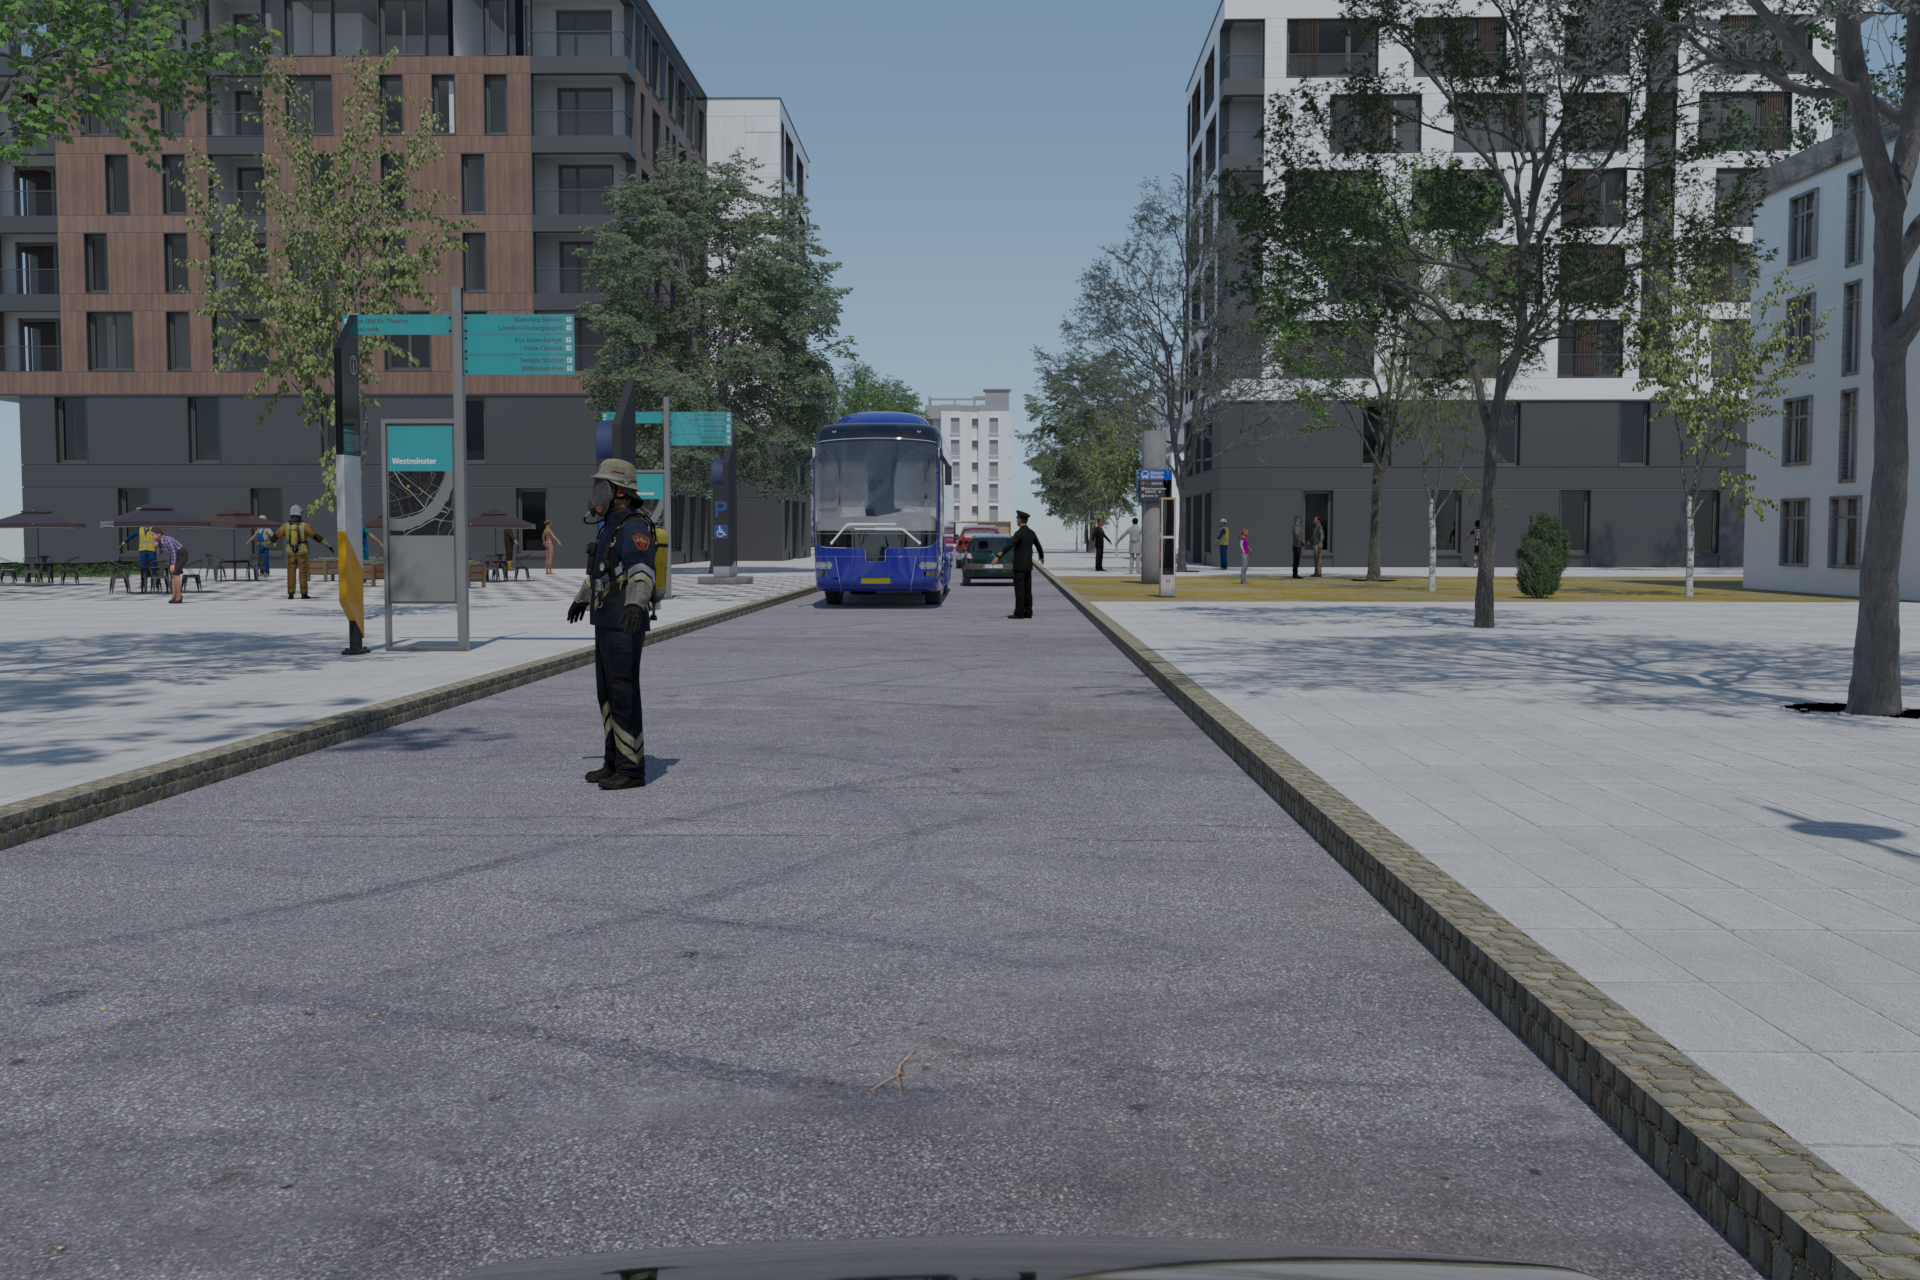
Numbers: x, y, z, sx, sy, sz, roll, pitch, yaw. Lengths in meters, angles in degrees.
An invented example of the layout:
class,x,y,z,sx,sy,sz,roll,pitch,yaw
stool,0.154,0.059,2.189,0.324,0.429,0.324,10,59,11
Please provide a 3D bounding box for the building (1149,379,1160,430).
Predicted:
class,x,y,z,sx,sy,sz,roll,pitch,yaw
building,27.847,-21.558,208.899,16.016,20.090,11.380,0,4,2

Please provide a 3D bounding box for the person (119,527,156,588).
class,x,y,z,sx,sy,sz,roll,pitch,yaw
person,-19.466,-2.140,41.459,1.216,1.772,0.721,-1,4,-10

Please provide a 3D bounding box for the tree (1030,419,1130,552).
class,x,y,z,sx,sy,sz,roll,pitch,yaw
tree,9.267,-11.657,124.998,8.767,10.594,7.601,0,4,2

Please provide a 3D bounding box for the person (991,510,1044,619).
class,x,y,z,sx,sy,sz,roll,pitch,yaw
person,1.039,-1.279,29.308,0.705,1.837,1.347,3,5,41

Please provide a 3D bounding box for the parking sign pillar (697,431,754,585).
class,x,y,z,sx,sy,sz,roll,pitch,yaw
parking sign pillar,-6.052,-3.433,44.597,1.447,3.967,1.447,0,4,2

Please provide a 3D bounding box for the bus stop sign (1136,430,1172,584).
class,x,y,z,sx,sy,sz,roll,pitch,yaw
bus stop sign,4.952,-3.380,44.282,0.837,3.901,0.837,0,4,0

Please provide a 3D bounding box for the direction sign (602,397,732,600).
class,x,y,z,sx,sy,sz,roll,pitch,yaw
direction sign,-5.694,-2.789,34.358,2.525,3.948,1.411,0,4,1

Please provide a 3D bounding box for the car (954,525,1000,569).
class,x,y,z,sx,sy,sz,roll,pitch,yaw
car,0.863,-3.970,73.575,2.281,1.827,5.304,0,4,1

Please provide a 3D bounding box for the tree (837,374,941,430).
class,x,y,z,sx,sy,sz,roll,pitch,yaw
tree,-6.120,-14.242,139.508,9.857,13.997,8.962,0,3,0

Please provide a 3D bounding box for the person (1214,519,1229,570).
class,x,y,z,sx,sy,sz,roll,pitch,yaw
person,9.417,-3.433,62.105,0.705,1.833,1.349,2,4,25

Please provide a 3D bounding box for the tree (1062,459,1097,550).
class,x,y,z,sx,sy,sz,roll,pitch,yaw
tree,9.732,-11.470,137.890,4.360,8.622,3.978,0,3,0

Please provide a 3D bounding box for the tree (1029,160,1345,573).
class,x,y,z,sx,sy,sz,roll,pitch,yaw
tree,7.445,-9.017,57.800,12.009,13.543,11.850,0,3,0

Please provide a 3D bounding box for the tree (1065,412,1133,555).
class,x,y,z,sx,sy,sz,roll,pitch,yaw
tree,8.110,-9.495,105.602,4.360,8.622,3.978,0,3,0

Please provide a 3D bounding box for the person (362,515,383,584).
class,x,y,z,sx,sy,sz,roll,pitch,yaw
person,-15.381,-2.343,44.435,1.347,1.817,0.704,1,4,19

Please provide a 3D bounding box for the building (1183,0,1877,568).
class,x,y,z,sx,sy,sz,roll,pitch,yaw
building,24.381,-14.559,82.006,27.936,21.610,32.646,0,4,2

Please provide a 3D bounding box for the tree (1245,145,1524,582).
class,x,y,z,sx,sy,sz,roll,pitch,yaw
tree,11.384,-7.391,46.601,9.928,11.665,9.643,0,3,0

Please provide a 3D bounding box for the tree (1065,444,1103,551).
class,x,y,z,sx,sy,sz,roll,pitch,yaw
tree,8.765,-11.122,132.210,4.360,8.622,3.978,0,3,0

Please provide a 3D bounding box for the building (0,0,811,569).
class,x,y,z,sx,sy,sz,roll,pitch,yaw
building,-22.353,-14.399,79.394,27.936,21.610,32.646,0,4,1

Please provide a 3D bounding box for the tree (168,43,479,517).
class,x,y,z,sx,sy,sz,roll,pitch,yaw
tree,-9.209,-4.591,25.431,4.737,8.622,4.395,0,3,0

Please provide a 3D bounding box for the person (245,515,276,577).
class,x,y,z,sx,sy,sz,roll,pitch,yaw
person,-20.978,-2.828,52.097,1.347,1.847,0.705,2,4,31

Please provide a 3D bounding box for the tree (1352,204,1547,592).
class,x,y,z,sx,sy,sz,roll,pitch,yaw
tree,10.560,-5.399,38.644,4.360,8.622,3.978,0,3,0

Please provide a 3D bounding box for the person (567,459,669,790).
class,x,y,z,sx,sy,sz,roll,pitch,yaw
person,-1.966,-0.098,9.844,0.705,1.856,1.354,-2,4,-26

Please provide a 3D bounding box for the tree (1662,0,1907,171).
class,x,y,z,sx,sy,sz,roll,pitch,yaw
tree,28.247,-12.014,52.313,12.611,20.169,13.585,0,3,0

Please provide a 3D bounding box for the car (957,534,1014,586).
class,x,y,z,sx,sy,sz,roll,pitch,yaw
car,0.916,-2.402,49.059,2.009,1.686,4.222,0,4,0

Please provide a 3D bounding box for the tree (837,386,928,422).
class,x,y,z,sx,sy,sz,roll,pitch,yaw
tree,-6.001,-11.967,121.422,9.928,11.665,9.643,0,3,0

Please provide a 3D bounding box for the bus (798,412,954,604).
class,x,y,z,sx,sy,sz,roll,pitch,yaw
bus,-1.509,-2.870,38.479,2.896,3.916,12.251,0,4,1

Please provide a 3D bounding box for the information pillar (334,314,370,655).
class,x,y,z,sx,sy,sz,roll,pitch,yaw
information pillar,-6.459,-1.649,18.324,0.183,3.616,0.504,0,4,2

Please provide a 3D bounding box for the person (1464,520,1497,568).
class,x,y,z,sx,sy,sz,roll,pitch,yaw
person,19.582,-3.619,65.313,1.345,1.843,0.704,3,5,44

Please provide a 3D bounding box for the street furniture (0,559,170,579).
class,x,y,z,sx,sy,sz,roll,pitch,yaw
street furniture,-28.425,-2.165,51.021,10.072,0.657,5.734,-2,4,-32

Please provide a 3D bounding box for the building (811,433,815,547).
class,x,y,z,sx,sy,sz,roll,pitch,yaw
building,-23.498,-20.240,161.857,19.493,23.208,18.063,0,4,1

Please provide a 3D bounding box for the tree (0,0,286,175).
class,x,y,z,sx,sy,sz,roll,pitch,yaw
tree,-8.979,-5.328,12.861,9.928,11.665,9.643,0,3,0

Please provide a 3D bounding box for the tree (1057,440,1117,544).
class,x,y,z,sx,sy,sz,roll,pitch,yaw
tree,16.628,-19.570,226.621,9.857,13.997,8.962,0,3,0

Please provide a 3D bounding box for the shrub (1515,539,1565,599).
class,x,y,z,sx,sy,sz,roll,pitch,yaw
shrub,11.530,-1.430,34.500,1.383,1.207,1.383,0,3,0

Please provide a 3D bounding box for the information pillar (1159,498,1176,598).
class,x,y,z,sx,sy,sz,roll,pitch,yaw
information pillar,4.192,-1.865,34.991,0.304,2.012,0.304,0,4,0

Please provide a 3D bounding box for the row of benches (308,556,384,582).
class,x,y,z,sx,sy,sz,roll,pitch,yaw
row of benches,-16.747,-2.016,48.428,1.422,0.672,4.104,1,4,19

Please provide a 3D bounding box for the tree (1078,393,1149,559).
class,x,y,z,sx,sy,sz,roll,pitch,yaw
tree,8.207,-8.596,90.907,4.737,8.622,4.395,0,3,0

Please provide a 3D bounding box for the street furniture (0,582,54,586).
class,x,y,z,sx,sy,sz,roll,pitch,yaw
street furniture,-25.565,-1.695,34.568,9.812,1.723,11.010,2,4,32

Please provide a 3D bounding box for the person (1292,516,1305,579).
class,x,y,z,sx,sy,sz,roll,pitch,yaw
person,9.732,-2.676,49.874,0.705,1.813,1.348,0,4,5

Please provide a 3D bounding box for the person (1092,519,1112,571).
class,x,y,z,sx,sy,sz,roll,pitch,yaw
person,4.846,-3.275,59.778,0.704,1.802,1.346,2,4,33

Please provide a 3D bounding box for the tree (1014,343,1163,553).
class,x,y,z,sx,sy,sz,roll,pitch,yaw
tree,8.744,-12.750,115.114,9.857,13.997,8.962,0,3,0

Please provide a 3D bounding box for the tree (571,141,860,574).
class,x,y,z,sx,sy,sz,roll,pitch,yaw
tree,-7.900,-9.120,55.768,9.857,13.997,8.962,0,3,0

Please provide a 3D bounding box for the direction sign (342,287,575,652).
class,x,y,z,sx,sy,sz,roll,pitch,yaw
direction sign,-5.416,-1.874,19.395,2.525,3.948,1.411,0,4,2

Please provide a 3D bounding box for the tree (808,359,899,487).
class,x,y,z,sx,sy,sz,roll,pitch,yaw
tree,-7.009,-10.814,102.570,9.928,11.665,9.643,0,3,0

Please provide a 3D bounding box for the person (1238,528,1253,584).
class,x,y,z,sx,sy,sz,roll,pitch,yaw
person,7.387,-2.161,44.598,0.599,1.433,0.991,1,4,22

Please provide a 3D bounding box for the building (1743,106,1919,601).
class,x,y,z,sx,sy,sz,roll,pitch,yaw
building,22.718,-5.184,26.901,9.099,9.664,28.070,0,4,1

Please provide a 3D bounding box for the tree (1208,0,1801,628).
class,x,y,z,sx,sy,sz,roll,pitch,yaw
tree,6.955,-5.429,23.182,8.767,10.594,7.601,3,4,38

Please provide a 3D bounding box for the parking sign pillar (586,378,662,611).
class,x,y,z,sx,sy,sz,roll,pitch,yaw
parking sign pillar,-5.813,-2.500,29.350,1.447,3.967,1.447,0,4,0

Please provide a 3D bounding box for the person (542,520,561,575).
class,x,y,z,sx,sy,sz,roll,pitch,yaw
person,-12.925,-2.936,54.814,0.721,1.733,1.217,-3,4,-38

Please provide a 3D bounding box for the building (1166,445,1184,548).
class,x,y,z,sx,sy,sz,roll,pitch,yaw
building,24.407,-13.546,163.627,9.099,9.664,28.070,0,4,2

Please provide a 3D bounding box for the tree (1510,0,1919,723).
class,x,y,z,sx,sy,sz,roll,pitch,yaw
tree,6.581,-6.204,11.809,12.009,13.543,11.850,0,3,0

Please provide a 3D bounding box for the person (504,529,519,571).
class,x,y,z,sx,sy,sz,roll,pitch,yaw
person,-15.689,-3.319,60.395,0.704,1.812,1.346,-2,4,-30

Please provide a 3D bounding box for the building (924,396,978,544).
class,x,y,z,sx,sy,sz,roll,pitch,yaw
building,-4.415,-22.682,229.722,11.380,20.090,16.016,0,4,6

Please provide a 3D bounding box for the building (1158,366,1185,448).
class,x,y,z,sx,sy,sz,roll,pitch,yaw
building,27.236,-20.574,192.806,16.016,20.090,11.380,0,4,2

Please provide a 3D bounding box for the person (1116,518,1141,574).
class,x,y,z,sx,sy,sz,roll,pitch,yaw
person,5.618,-3.013,55.451,1.347,1.806,0.705,1,4,21

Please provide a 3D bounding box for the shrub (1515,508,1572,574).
class,x,y,z,sx,sy,sz,roll,pitch,yaw
shrub,16.782,-2.775,49.797,1.690,2.028,1.600,0,3,0

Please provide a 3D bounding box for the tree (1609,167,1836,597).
class,x,y,z,sx,sy,sz,roll,pitch,yaw
tree,14.966,-5.177,35.005,4.737,8.622,4.395,0,3,0

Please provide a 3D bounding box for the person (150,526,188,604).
class,x,y,z,sx,sy,sz,roll,pitch,yaw
person,-14.504,-1.377,31.791,0.421,1.427,0.697,2,4,32

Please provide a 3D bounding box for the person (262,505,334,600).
class,x,y,z,sx,sy,sz,roll,pitch,yaw
person,-13.015,-1.728,34.021,1.354,1.858,0.705,-1,4,-9

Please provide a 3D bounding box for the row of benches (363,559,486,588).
class,x,y,z,sx,sy,sz,roll,pitch,yaw
row of benches,-13.210,-1.620,41.958,4.104,0.672,1.422,2,4,24

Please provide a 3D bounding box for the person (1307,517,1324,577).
class,x,y,z,sx,sy,sz,roll,pitch,yaw
person,10.680,-2.788,51.862,0.705,1.796,1.348,0,4,-5
